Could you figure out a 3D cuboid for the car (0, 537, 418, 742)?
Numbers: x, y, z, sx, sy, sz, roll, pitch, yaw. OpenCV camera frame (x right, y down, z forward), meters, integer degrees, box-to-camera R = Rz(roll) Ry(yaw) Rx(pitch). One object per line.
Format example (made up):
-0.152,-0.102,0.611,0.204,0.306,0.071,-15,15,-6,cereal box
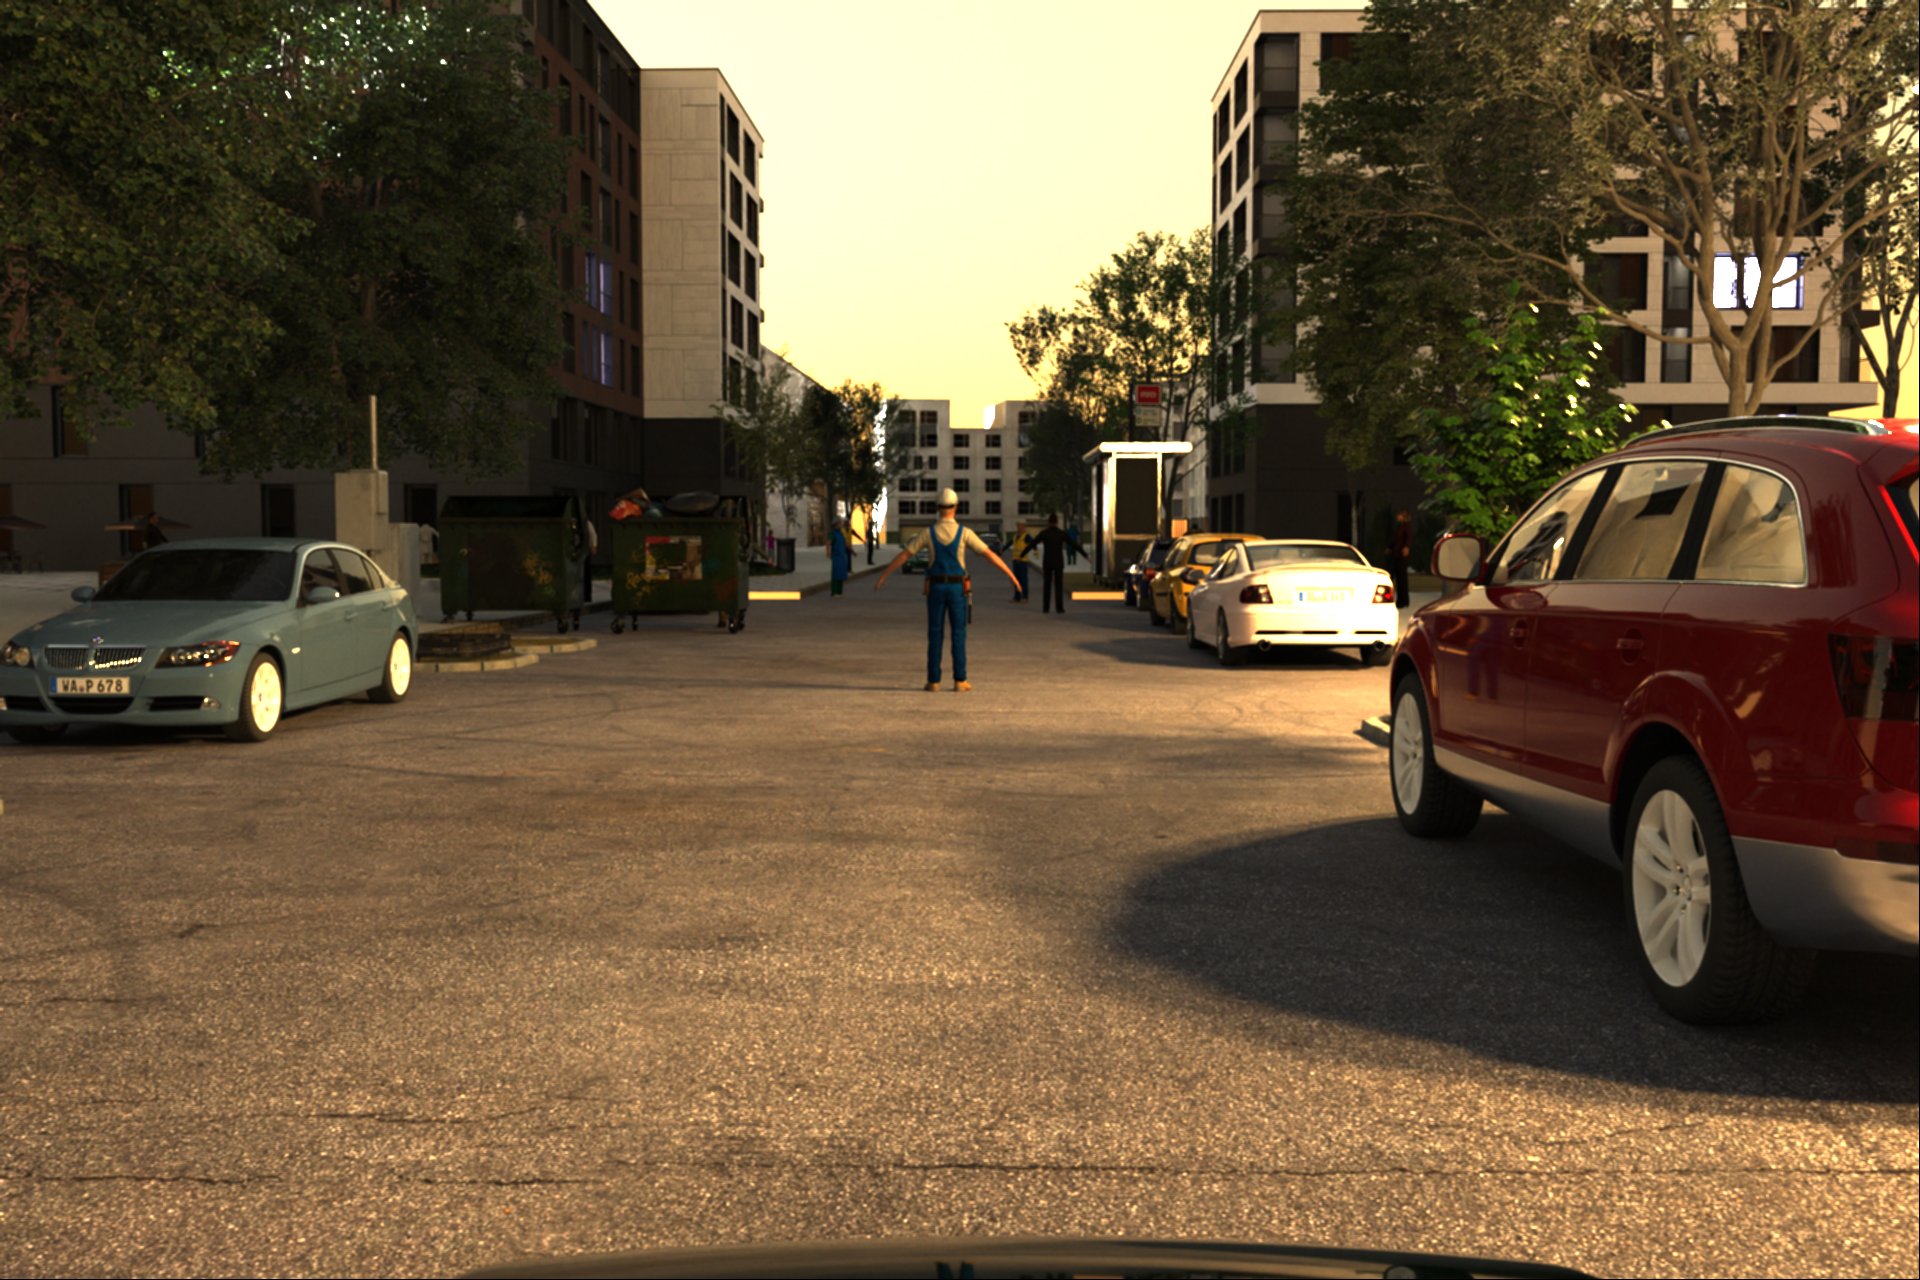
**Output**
-5.624,-0.088,13.445,2.014,1.417,4.499,0,4,1,car

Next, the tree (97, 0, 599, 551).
-11.748,-7.763,33.575,9.857,13.997,8.962,0,3,0,tree

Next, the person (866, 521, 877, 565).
-3.715,-4.059,72.493,0.705,1.813,1.348,-1,4,-16,person

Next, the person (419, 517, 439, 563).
-16.895,-2.974,54.806,1.347,1.806,0.705,-1,4,-20,person

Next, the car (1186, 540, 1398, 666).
3.769,-0.479,20.191,2.083,1.381,4.827,0,4,1,car

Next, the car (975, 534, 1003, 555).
1.917,-6.446,117.395,2.014,1.417,4.499,0,4,0,car

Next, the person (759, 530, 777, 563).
-6.356,-3.008,58.452,0.991,1.433,0.599,1,4,20,person

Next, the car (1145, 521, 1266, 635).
3.851,-0.966,26.013,2.015,1.641,3.980,0,4,0,car

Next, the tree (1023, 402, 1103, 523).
8.720,-12.886,136.440,9.928,11.665,9.643,0,3,0,tree

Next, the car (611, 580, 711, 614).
-5.291,-1.365,32.109,2.009,1.686,4.222,0,4,1,car

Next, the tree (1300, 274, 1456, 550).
10.687,-5.938,47.444,4.360,8.622,3.978,0,3,0,tree

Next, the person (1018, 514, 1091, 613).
1.700,-1.395,31.494,1.346,1.802,0.704,1,4,11,person

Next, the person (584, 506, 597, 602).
-7.125,-1.620,32.650,0.704,1.810,1.344,-3,4,-38,person

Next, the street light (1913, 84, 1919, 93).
7.766,-2.463,13.056,0.468,5.910,1.993,0,4,1,street light

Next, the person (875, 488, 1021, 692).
-0.118,-0.459,15.819,1.347,1.847,0.705,0,4,3,person

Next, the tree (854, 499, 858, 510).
-15.382,-17.223,231.953,4.737,8.622,4.395,0,3,0,tree

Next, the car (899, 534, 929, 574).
-1.168,-3.175,63.709,2.131,1.459,4.920,0,4,1,car

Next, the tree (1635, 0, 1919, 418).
25.399,-11.878,50.090,12.611,20.169,13.585,0,3,0,tree

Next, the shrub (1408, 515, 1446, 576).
14.576,-3.006,53.562,1.690,2.028,1.600,0,3,0,shrub

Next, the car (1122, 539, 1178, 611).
4.163,-1.282,33.535,1.945,1.354,3.894,0,3,0,car

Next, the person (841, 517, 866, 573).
-3.750,-3.131,57.155,1.349,1.833,0.705,-2,4,-24,person

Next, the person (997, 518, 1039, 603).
1.217,-1.676,36.325,0.721,1.772,1.216,-3,5,-43,person

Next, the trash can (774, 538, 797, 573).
-5.786,-2.806,57.523,0.748,1.137,0.748,0,3,0,trash can

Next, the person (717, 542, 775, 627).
-3.536,-1.097,26.657,1.348,1.796,0.705,-1,4,-13,person

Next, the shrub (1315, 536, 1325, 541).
11.752,-2.792,56.761,1.383,1.207,1.383,0,3,0,shrub

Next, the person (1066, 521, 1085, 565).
4.629,-4.026,71.959,1.347,1.817,0.704,-1,4,-23,person

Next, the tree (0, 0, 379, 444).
-11.225,-6.818,18.129,9.857,13.997,8.962,0,3,0,tree

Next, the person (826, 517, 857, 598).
-2.726,-1.864,39.053,0.704,1.817,1.347,2,4,23,person

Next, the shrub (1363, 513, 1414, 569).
13.794,-3.156,55.646,1.661,2.075,1.752,0,3,0,shrub

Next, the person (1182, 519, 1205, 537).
9.076,-3.738,66.884,1.354,1.858,0.705,1,4,15,person

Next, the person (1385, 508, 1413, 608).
7.580,-1.418,29.991,0.721,1.729,1.215,0,4,-1,person

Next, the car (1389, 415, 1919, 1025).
3.109,0.128,6.586,2.281,1.827,5.304,0,4,1,car

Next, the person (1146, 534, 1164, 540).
7.956,-4.066,72.660,1.347,1.806,0.705,-1,4,-12,person

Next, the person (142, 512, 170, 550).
-19.764,-2.227,42.542,0.704,1.812,1.346,0,4,2,person
